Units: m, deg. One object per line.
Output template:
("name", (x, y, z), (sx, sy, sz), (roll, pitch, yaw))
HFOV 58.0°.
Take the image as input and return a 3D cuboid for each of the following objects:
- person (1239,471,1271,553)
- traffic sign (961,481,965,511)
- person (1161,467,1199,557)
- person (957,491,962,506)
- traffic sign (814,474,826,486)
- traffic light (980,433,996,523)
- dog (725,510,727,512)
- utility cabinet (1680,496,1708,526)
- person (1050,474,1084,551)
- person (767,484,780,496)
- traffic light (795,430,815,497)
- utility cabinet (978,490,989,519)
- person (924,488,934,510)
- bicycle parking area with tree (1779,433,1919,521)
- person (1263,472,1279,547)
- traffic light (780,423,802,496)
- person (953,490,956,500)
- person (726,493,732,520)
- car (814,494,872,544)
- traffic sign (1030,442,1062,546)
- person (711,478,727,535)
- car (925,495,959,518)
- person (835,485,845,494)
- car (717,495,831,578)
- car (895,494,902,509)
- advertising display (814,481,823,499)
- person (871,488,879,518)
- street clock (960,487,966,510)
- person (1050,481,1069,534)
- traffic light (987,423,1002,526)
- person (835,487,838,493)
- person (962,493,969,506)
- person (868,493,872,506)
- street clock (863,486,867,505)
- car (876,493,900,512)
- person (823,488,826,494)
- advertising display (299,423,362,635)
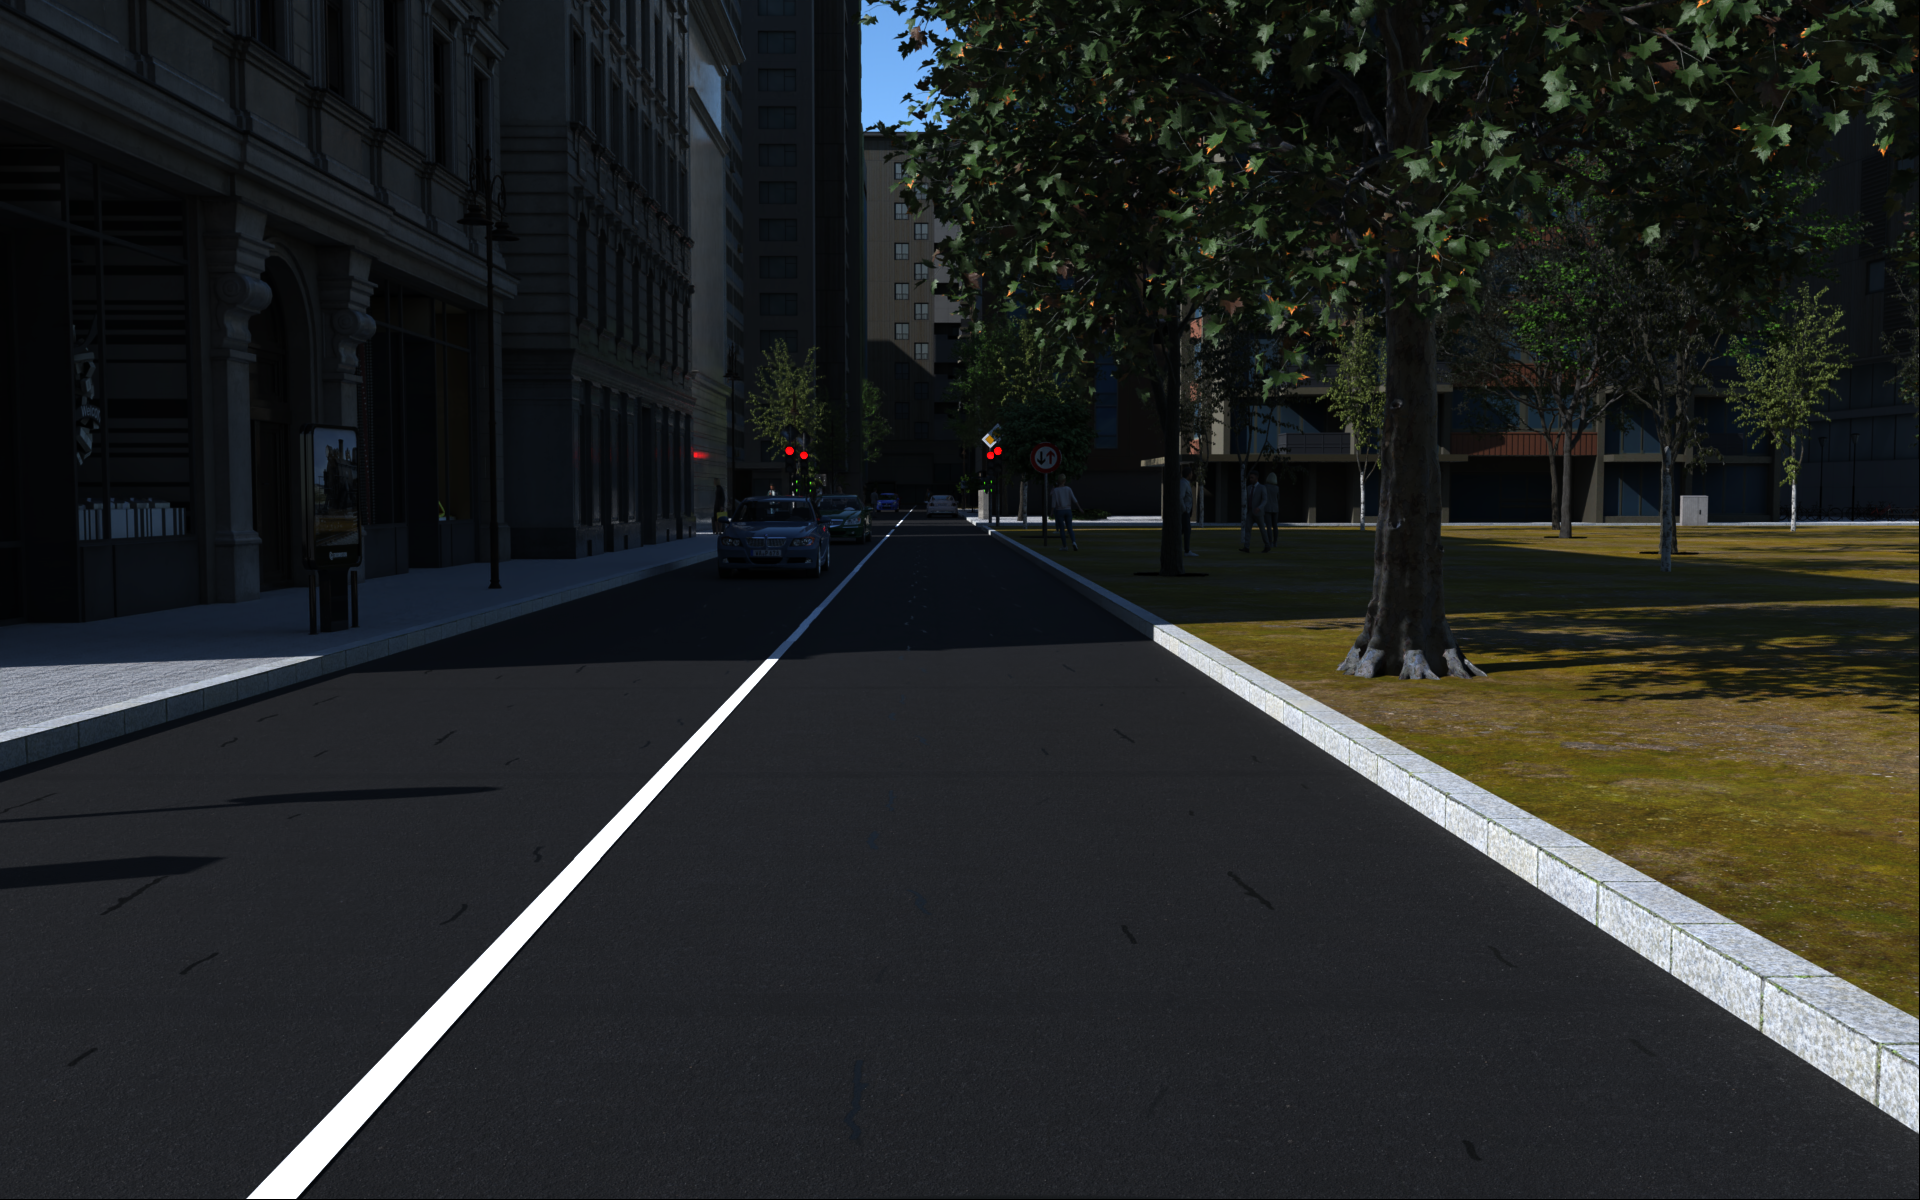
("person", (6.466, -1.926, 37.812), (0.850, 1.792, 0.678), (-3, 4, -39))
("traffic sign", (0.360, -7.884, 131.027), (0.606, 2.300, 0.079), (0, 4, 3))
("person", (4.536, -1.822, 35.687), (0.795, 1.843, 0.661), (1, 4, 12))
("person", (-0.058, -10.664, 180.852), (0.683, 1.767, 0.568), (1, 4, 17))
("traffic sign", (-7.151, -5.294, 88.693), (0.606, 2.300, 0.079), (0, 4, 0))
("traffic light", (1.323, -5.359, 76.544), (0.839, 4.253, 0.868), (0, 4, -1))
("dog", (-10.749, -3.916, 78.413), (0.513, 0.831, 0.800), (2, 4, 28))
("utility cabinet", (29.701, -3.603, 70.077), (1.020, 1.237, 0.306), (0, 4, 1))
("person", (2.466, -1.979, 39.078), (0.731, 1.740, 0.598), (-2, 4, -26))
("person", (-8.897, -4.673, 82.790), (0.623, 1.781, 0.721), (-1, 4, -10))
("traffic light", (-6.837, -5.349, 76.371), (0.839, 4.253, 0.868), (0, 4, -1))
("utility cabinet", (1.191, -4.863, 88.196), (0.318, 1.500, 1.173), (-1, 4, -12))
("person", (-2.028, -6.362, 112.427), (0.656, 1.842, 0.836), (-1, 4, -11))
("bicycle parking area with tree", (42.960, -5.961, 84.471), (9.016, 4.147, 8.231), (2, 4, 24))
("person", (7.442, -2.176, 41.808), (0.537, 1.800, 0.526), (-1, 4, -10))
("traffic light", (-6.683, -4.860, 68.388), (0.839, 4.253, 0.868), (0, 4, -1))
("person", (-0.592, -11.408, 193.277), (0.721, 1.735, 1.217), (-1, 4, -14))
("person", (-11.589, -4.834, 85.254), (0.728, 1.800, 0.709), (1, 4, 17))
("car", (-3.599, -2.393, 50.919), (2.131, 1.459, 4.920), (0, 4, 1))
("traffic sign", (2.103, -2.592, 42.477), (0.768, 2.556, 0.104), (0, 4, 0))
("person", (-7.635, -2.988, 55.107), (0.699, 1.804, 1.509), (0, 4, 1))
("car", (-1.097, -5.690, 105.396), (2.083, 1.381, 4.827), (0, 4, -2))
("person", (-4.516, -3.401, 64.447), (0.599, 1.781, 0.374), (0, 4, -6))
("car", (-3.290, -1.170, 31.132), (2.014, 1.417, 4.499), (0, 4, -1))
("car", (-6.721, -9.836, 169.855), (2.155, 1.783, 4.494), (0, 4, -1))
("advertising display", (-7.153, -5.028, 87.418), (0.123, 1.923, 0.974), (1, 4, 15))
("person", (-5.091, -5.865, 104.589), (0.606, 1.804, 0.583), (3, 4, 36))
("street clock", (0.248, -8.520, 143.864), (0.471, 2.002, 0.358), (0, 4, -1))
("person", (3.278, -3.024, 56.073), (0.593, 1.750, 0.643), (-2, 4, -29))
("traffic light", (1.477, -4.871, 68.560), (0.839, 4.253, 0.868), (0, 4, -1))
("person", (-8.095, -6.548, 113.516), (0.576, 1.772, 0.534), (3, 5, 43))
("person", (0.535, -11.225, 190.511), (0.756, 1.711, 0.436), (3, 4, 36))
("person", (-9.284, -10.440, 180.001), (0.557, 1.426, 1.065), (-2, 4, -28))
("street clock", (-8.292, -8.952, 150.934), (0.358, 2.002, 0.471), (-2, 4, -25))
("car", (-5.734, -7.811, 137.301), (1.945, 1.707, 3.694), (0, 3, 0))
("person", (-8.856, -6.386, 111.045), (0.643, 1.750, 0.593), (0, 4, 1))
("advertising display", (-5.866, -0.671, 16.186), (0.123, 1.923, 0.974), (0, 4, 6))
